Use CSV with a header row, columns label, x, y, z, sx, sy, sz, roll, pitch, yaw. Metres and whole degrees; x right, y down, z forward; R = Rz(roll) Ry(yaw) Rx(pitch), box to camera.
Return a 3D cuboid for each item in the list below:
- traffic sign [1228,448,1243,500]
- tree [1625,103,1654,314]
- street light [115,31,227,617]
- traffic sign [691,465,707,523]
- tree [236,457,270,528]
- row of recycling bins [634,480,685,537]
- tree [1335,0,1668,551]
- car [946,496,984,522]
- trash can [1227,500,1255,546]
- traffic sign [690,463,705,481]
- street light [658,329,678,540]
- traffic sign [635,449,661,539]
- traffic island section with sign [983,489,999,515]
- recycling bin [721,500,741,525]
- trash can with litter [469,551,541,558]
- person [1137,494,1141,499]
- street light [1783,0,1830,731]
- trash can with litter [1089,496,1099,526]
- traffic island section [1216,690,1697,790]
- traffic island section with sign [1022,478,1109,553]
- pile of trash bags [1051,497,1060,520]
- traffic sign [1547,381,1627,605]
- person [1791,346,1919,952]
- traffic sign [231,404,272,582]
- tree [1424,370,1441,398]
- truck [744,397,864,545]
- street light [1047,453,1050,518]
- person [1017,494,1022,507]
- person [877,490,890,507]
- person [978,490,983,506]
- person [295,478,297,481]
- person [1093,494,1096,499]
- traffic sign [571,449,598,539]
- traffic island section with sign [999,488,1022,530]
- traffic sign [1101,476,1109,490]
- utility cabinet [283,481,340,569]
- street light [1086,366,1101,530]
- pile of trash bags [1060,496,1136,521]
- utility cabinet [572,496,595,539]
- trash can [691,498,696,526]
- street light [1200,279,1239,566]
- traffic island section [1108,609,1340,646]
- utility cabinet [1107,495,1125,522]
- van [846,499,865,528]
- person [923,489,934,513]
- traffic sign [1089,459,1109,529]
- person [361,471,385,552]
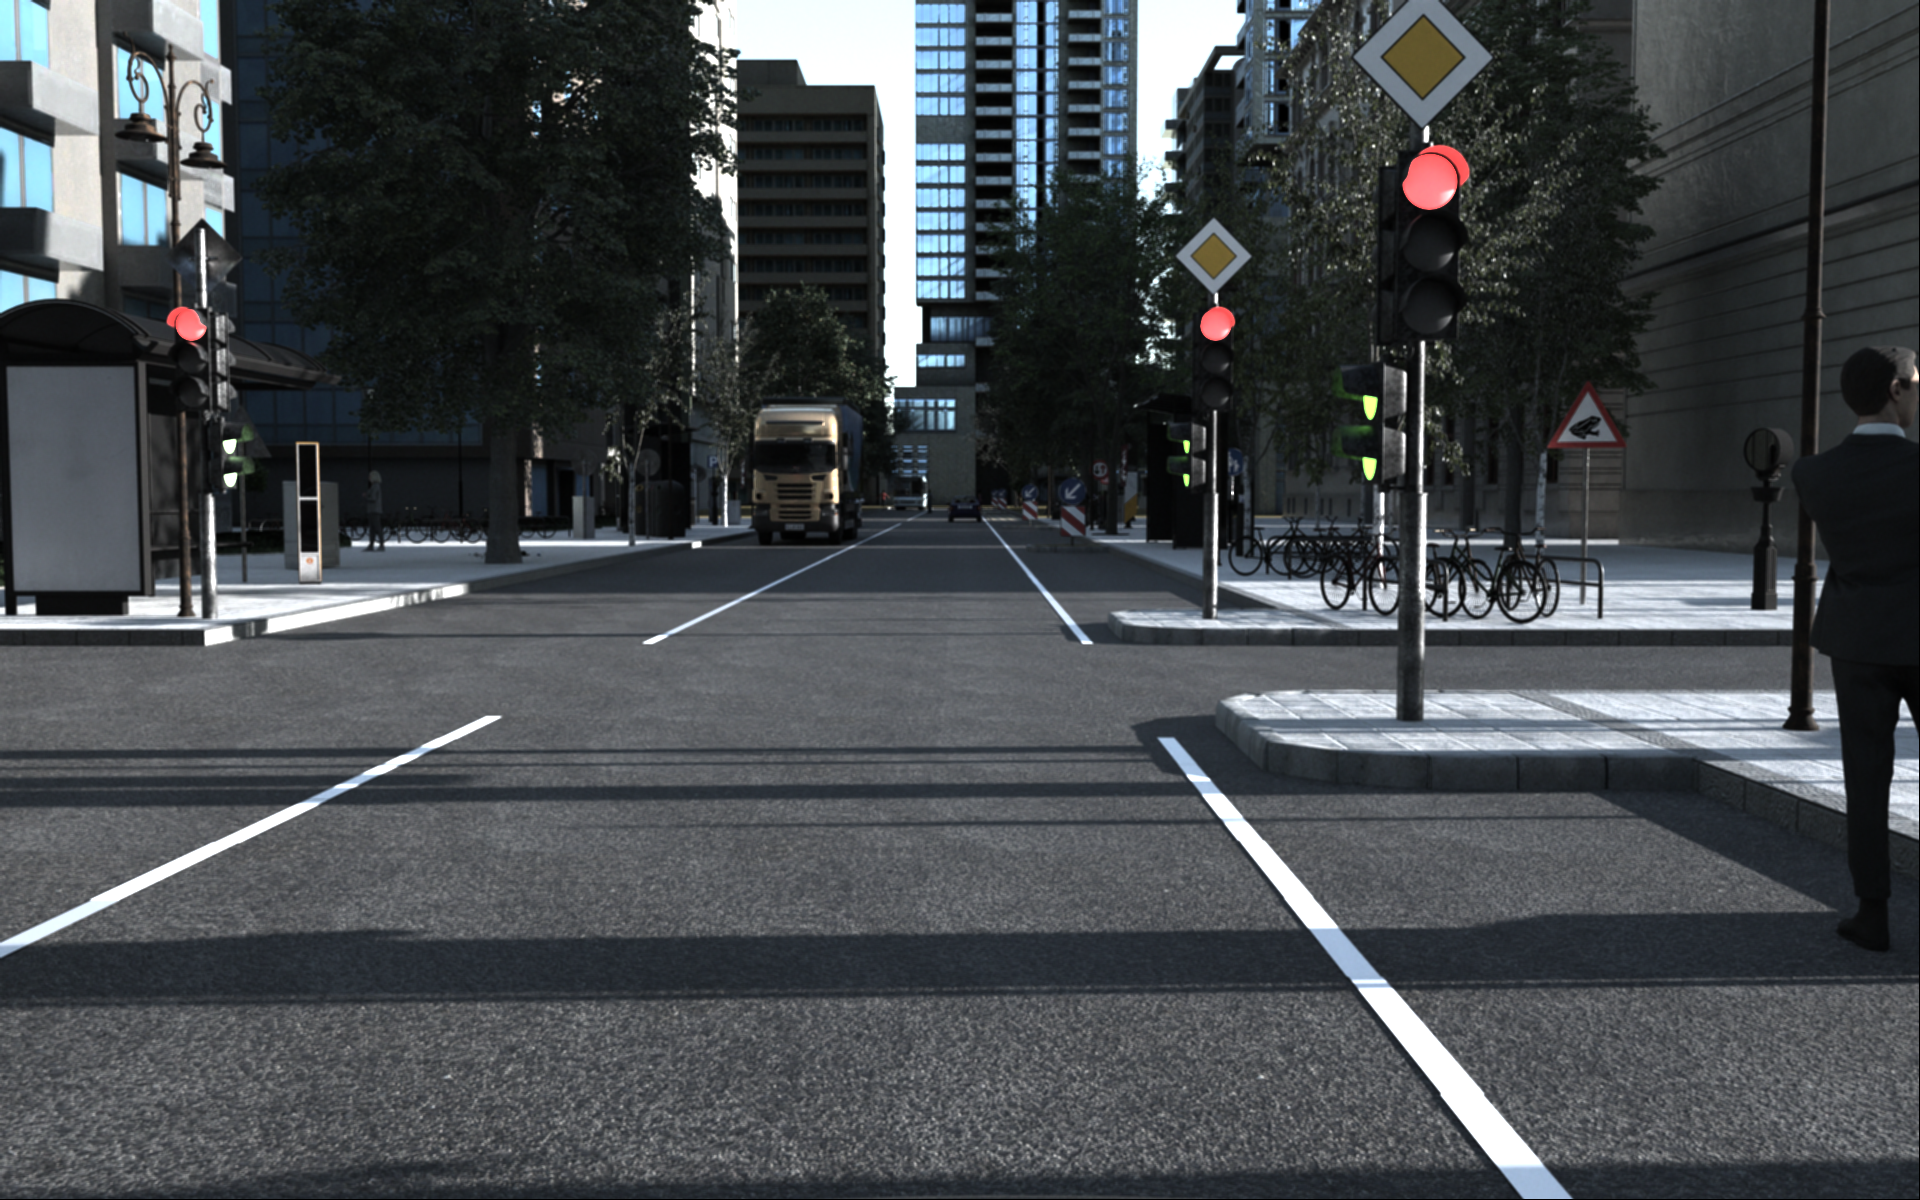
label,x,y,z,sx,sy,sz,roll,pitch,yaw
traffic sign,7.556,-2.940,48.176,0.768,2.556,0.104,0,4,3
tree,10.352,-4.927,30.914,4.360,8.622,3.978,0,3,0
street light,-8.104,-2.763,17.962,0.468,5.910,1.993,0,3,0
traffic sign,-11.525,-4.653,76.181,0.768,2.556,0.104,0,4,5
tree,-26.755,-4.351,65.741,1.663,3.219,1.824,0,3,0
row of recycling bins,-9.142,-2.797,52.845,1.069,1.692,3.534,-2,4,-23
tree,12.023,-7.362,38.495,7.486,12.596,7.792,0,3,0
car,0.264,-4.719,89.735,1.945,1.354,3.894,0,4,0
trash can,6.902,-1.896,42.660,0.748,1.137,0.748,0,3,0
traffic sign,-11.144,-4.475,72.901,0.795,2.593,0.064,0,4,6
street light,-8.152,-4.640,48.657,0.468,5.910,1.993,0,3,0
traffic sign,-8.853,-2.993,49.036,0.768,2.556,0.104,1,4,9
traffic island section with sign,2.790,-6.786,119.583,1.989,1.847,2.006,0,3,0
recycling bin,-9.625,-3.683,72.776,0.722,1.027,0.722,0,4,3
trash can with litter,-9.508,-1.505,35.664,1.678,1.210,2.233,0,4,-1
person,13.768,-7.999,137.649,1.217,1.723,0.721,0,4,-5
street light,4.594,-2.232,9.283,0.468,5.910,1.993,0,3,0
trash can with litter,5.483,-3.655,70.815,1.678,1.210,2.233,2,4,26
traffic island section,2.578,0.761,9.843,2.009,0.180,2.903,0,3,0
traffic island section with sign,2.647,-2.106,43.056,1.989,1.847,2.006,0,3,0
pile of trash bags,5.542,-4.756,87.517,1.912,1.369,3.447,0,4,7
traffic sign,7.229,-1.225,20.033,0.884,2.594,0.081,0,4,7
person,3.011,0.142,5.540,0.648,1.900,0.474,2,4,33
traffic sign,-10.422,-1.539,25.165,0.884,2.594,0.081,1,4,9
tree,13.399,-6.484,56.384,4.737,8.622,4.395,0,3,0
truck,-4.493,-3.877,52.305,2.839,4.237,11.283,0,4,0
street light,4.736,-7.322,92.506,0.468,5.910,1.993,0,3,0
person,5.927,-9.938,169.058,0.721,1.766,1.217,-2,4,-28
person,-7.757,-10.204,175.265,1.348,1.831,0.705,0,3,0
person,1.485,-6.874,121.576,0.721,1.739,1.217,0,4,4
person,-23.339,-3.389,61.310,0.748,1.841,0.638,-1,4,-9
person,10.650,-7.841,137.479,0.697,1.427,0.421,1,4,18
traffic sign,-10.664,-3.001,49.170,0.768,2.556,0.104,0,4,5
traffic island section with sign,2.689,-3.759,70.091,1.989,1.847,2.006,0,3,0
traffic sign,7.735,-5.610,91.826,0.768,2.556,0.104,0,4,4
utility cabinet,-11.145,-1.292,29.809,0.318,1.500,1.173,1,4,13
street light,4.705,-5.430,61.573,0.468,5.910,1.993,0,3,0
pile of trash bags,6.827,-4.492,83.204,1.912,1.369,3.447,-3,5,-42
utility cabinet,-10.896,-2.387,50.181,0.306,1.237,1.020,-2,4,-33
trash can,-10.798,-3.483,68.608,0.748,1.137,0.748,0,3,0
street light,4.598,-3.550,30.824,0.468,5.910,1.993,0,3,0
traffic island section,2.593,0.272,17.828,2.009,0.180,2.903,0,3,0
utility cabinet,7.246,-4.167,79.295,1.020,1.237,0.306,3,4,39
van,-5.095,-4.133,74.584,2.013,2.044,4.112,0,4,-1
person,-2.294,-7.368,129.055,0.705,1.814,1.350,-3,4,-36
traffic sign,5.091,-3.853,63.104,0.768,2.556,0.104,0,4,1
person,-13.119,-1.982,38.630,0.526,1.800,0.537,-1,4,-12
